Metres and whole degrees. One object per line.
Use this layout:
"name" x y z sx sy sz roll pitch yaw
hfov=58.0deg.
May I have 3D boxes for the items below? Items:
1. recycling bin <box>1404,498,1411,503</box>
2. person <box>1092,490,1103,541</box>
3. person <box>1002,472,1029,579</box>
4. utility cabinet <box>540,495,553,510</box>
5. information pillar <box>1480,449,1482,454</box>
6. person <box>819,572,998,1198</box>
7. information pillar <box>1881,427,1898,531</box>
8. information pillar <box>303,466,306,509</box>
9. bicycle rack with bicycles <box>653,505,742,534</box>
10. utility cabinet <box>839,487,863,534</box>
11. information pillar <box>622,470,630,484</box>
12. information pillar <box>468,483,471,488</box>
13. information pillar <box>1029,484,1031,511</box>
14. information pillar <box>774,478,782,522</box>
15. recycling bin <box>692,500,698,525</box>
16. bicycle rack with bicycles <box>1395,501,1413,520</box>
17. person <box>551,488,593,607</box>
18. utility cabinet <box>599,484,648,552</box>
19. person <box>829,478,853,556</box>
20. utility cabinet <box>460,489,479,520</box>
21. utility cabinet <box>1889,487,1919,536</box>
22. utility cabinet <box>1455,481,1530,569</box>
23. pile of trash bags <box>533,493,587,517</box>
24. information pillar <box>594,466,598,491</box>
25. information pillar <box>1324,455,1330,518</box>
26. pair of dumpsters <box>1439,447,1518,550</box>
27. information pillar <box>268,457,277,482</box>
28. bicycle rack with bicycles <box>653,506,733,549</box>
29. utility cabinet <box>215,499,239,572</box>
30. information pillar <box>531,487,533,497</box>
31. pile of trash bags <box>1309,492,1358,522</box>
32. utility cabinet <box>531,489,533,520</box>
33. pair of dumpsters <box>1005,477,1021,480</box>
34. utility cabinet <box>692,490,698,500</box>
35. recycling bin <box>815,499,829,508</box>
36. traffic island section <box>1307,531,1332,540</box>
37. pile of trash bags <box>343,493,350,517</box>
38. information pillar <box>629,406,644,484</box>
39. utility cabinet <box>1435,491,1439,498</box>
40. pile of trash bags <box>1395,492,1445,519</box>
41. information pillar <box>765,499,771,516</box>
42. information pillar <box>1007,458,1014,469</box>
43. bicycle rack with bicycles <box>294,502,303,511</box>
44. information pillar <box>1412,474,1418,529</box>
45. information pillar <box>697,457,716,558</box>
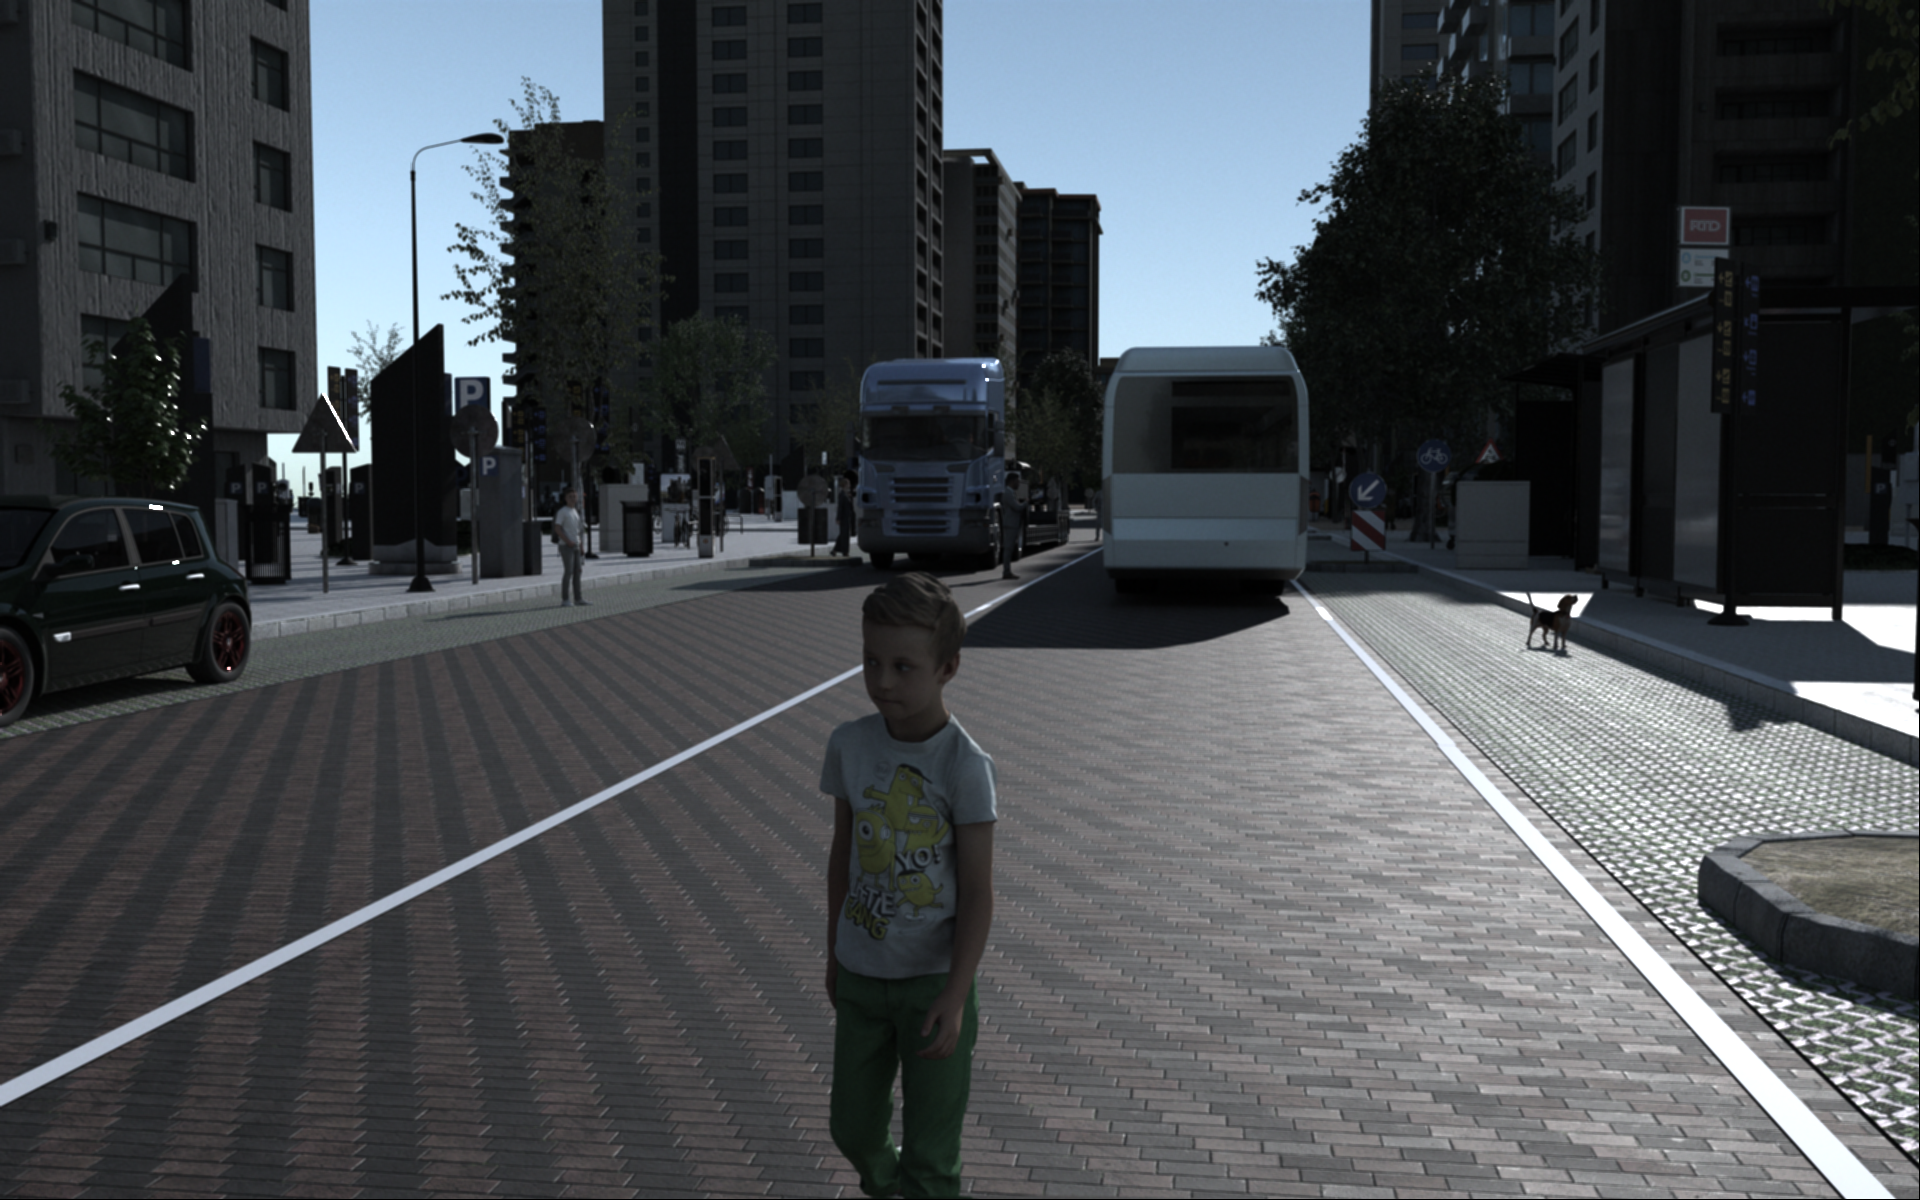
"recycling bin" 29.776 -6.343 116.257 0.722 1.027 0.722 -1 4 -12
"person" 4.415 -2.742 53.433 0.635 1.810 0.391 -1 4 -15
"person" 0.933 -1.259 29.265 0.466 1.800 0.511 0 4 -5
"utility cabinet" -30.565 -7.155 128.152 0.306 1.237 1.020 2 4 30
"information pillar" 23.679 -5.319 78.315 0.183 3.616 0.504 -3 5 -45
"person" -0.088 0.599 2.954 0.306 1.304 0.590 0 4 2
"information pillar" 32.422 -4.226 60.450 0.504 3.616 0.183 2 4 32
"information pillar" -55.173 -9.441 145.721 0.183 3.616 0.504 -1 4 -13
"bicycle rack with bicycles" -8.272 -2.592 55.756 2.852 0.926 2.925 -2 4 -34
"utility cabinet" -3.266 -2.799 54.438 1.173 1.500 0.318 3 5 41
"information pillar" -10.307 -3.024 53.936 0.304 2.012 0.304 2 4 31
"information pillar" -33.831 -7.060 119.928 0.304 2.012 0.304 3 4 38
"information pillar" 4.939 -7.339 124.488 0.304 2.012 0.304 0 4 -6
"information pillar" -8.415 -4.619 80.017 0.304 2.012 0.304 -1 4 -19
"recycling bin" -11.407 -3.720 73.371 0.722 1.027 0.722 1 4 18
"bicycle rack with bicycles" 22.241 -4.515 87.205 2.852 0.926 2.925 0 4 0
"person" -4.939 -0.668 22.025 0.523 1.515 0.503 -1 4 -11
"utility cabinet" -7.455 -1.816 38.367 0.318 1.500 1.173 3 4 38
"person" -2.579 -1.776 37.958 0.534 1.772 0.576 -1 4 -15
"utility cabinet" -22.239 -4.273 78.548 1.173 1.500 0.318 3 5 44
"utility cabinet" 28.702 -2.669 52.318 0.318 1.500 1.173 -1 4 -21
"utility cabinet" 9.059 -1.273 29.489 1.173 1.500 0.318 1 4 11
"pile of trash bags" -22.518 -5.300 96.409 3.447 1.369 1.912 -1 4 -20
"information pillar" -29.954 -9.247 142.542 0.183 3.616 0.504 -3 5 -43
"information pillar" 20.116 -6.302 94.391 0.504 3.616 0.183 2 4 28
"pair of dumpsters" 11.566 -2.161 37.823 1.574 2.255 4.437 0 4 8
"information pillar" -42.732 -7.113 107.644 0.504 3.616 0.183 -2 4 -29
"bicycle rack with bicycles" -7.148 -1.731 41.683 2.852 0.926 2.925 0 4 0
"utility cabinet" -10.493 -0.778 23.878 1.020 1.237 0.306 0 4 8
"information pillar" -31.629 -7.513 127.322 0.304 2.012 0.304 3 5 42
"pile of trash bags" 17.628 -4.246 79.177 3.447 1.369 1.912 1 4 18
"utility cabinet" -19.331 -4.108 75.840 1.173 1.500 0.318 0 4 -7
"pair of dumpsters" 2.468 -5.325 89.550 1.574 2.255 4.437 1 4 8
"utility cabinet" -14.089 -5.113 92.283 1.173 1.500 0.318 1 4 11
"recycling bin" -7.502 -4.946 93.417 0.722 1.027 0.722 1 4 22
"traffic island section" 10.687 -2.000 54.979 2.009 0.180 2.903 1 4 8
"pile of trash bags" -31.807 -4.993 91.381 3.447 1.369 1.912 1 4 10
"information pillar" -8.658 -3.364 46.364 0.183 3.616 0.504 2 4 30
"utility cabinet" 31.653 -6.548 115.741 0.318 1.500 1.173 0 4 -2
"pile of trash bags" 24.410 -4.971 91.033 1.912 1.369 3.447 -2 4 -25
"information pillar" -11.348 -5.972 102.139 0.304 2.012 0.304 -1 4 -16
"information pillar" 3.279 -7.342 111.403 0.504 3.616 0.183 -2 4 -27
"bicycle rack with bicycles" -50.174 -7.404 134.439 2.925 0.926 2.852 -2 4 -23
"information pillar" 16.489 -3.532 62.247 0.304 2.012 0.304 -2 4 -29
"information pillar" -5.092 -1.854 34.810 0.304 2.012 0.304 0 4 2
